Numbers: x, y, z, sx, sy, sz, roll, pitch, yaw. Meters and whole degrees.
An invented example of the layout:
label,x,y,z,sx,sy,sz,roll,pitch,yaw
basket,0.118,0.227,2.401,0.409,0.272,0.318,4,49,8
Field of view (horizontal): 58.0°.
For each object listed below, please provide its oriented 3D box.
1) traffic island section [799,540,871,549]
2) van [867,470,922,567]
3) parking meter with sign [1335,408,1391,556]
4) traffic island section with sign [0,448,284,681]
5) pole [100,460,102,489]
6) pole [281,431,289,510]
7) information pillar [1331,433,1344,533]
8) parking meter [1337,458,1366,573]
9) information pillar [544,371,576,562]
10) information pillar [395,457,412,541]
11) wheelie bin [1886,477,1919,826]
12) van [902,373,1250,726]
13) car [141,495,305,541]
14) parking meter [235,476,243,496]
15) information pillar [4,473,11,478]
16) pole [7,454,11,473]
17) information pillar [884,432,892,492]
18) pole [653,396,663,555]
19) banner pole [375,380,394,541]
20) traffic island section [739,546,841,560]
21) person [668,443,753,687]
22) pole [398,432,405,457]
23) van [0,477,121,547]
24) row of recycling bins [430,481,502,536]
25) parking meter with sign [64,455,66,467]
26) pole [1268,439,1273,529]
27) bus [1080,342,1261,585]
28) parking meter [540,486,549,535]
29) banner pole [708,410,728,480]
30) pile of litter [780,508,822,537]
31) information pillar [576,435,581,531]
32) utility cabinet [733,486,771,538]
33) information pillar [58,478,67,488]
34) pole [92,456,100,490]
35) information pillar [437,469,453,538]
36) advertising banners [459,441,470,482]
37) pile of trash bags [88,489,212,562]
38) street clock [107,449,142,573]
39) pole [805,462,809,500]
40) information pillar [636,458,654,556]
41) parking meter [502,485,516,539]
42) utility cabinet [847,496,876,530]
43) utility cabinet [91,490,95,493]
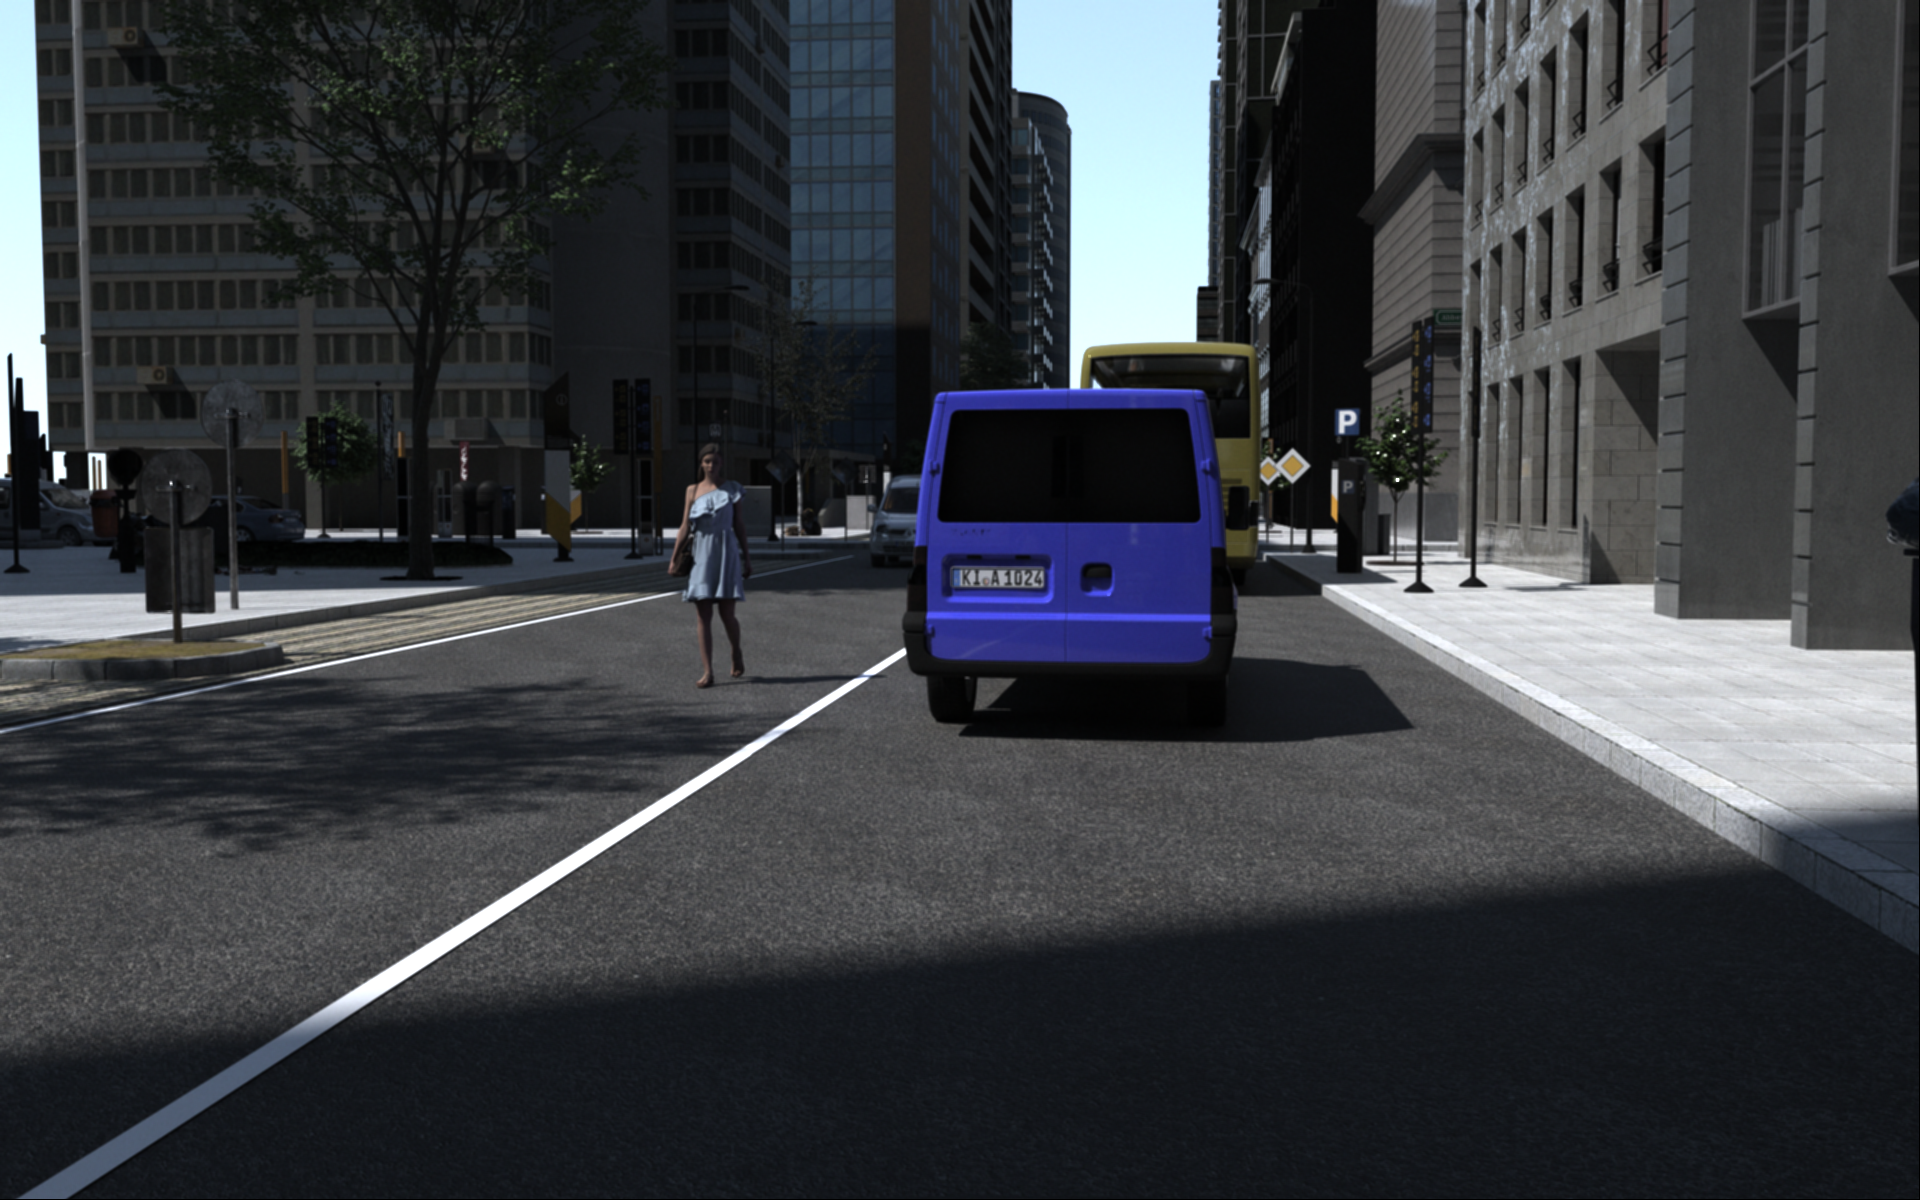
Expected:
label,x,y,z,sx,sy,sz,roll,pitch,yaw
traffic island section,-3.093,-1.491,46.652,2.009,0.180,2.903,0,4,6
van,-0.825,-1.735,35.382,2.013,2.044,4.112,0,4,4
parking meter with sign,8.429,-2.435,36.067,0.543,3.016,1.738,3,4,38
traffic island section with sign,-6.721,-0.339,14.168,1.989,1.847,2.006,0,4,6
pole,-51.390,-6.706,103.494,0.158,3.312,0.155,0,3,0
pole,-21.897,-3.815,56.216,0.158,3.312,0.155,0,3,0
information pillar,12.493,-4.031,57.268,0.183,3.616,0.504,-2,4,-31
parking meter,6.362,-1.373,28.163,0.399,1.863,0.255,2,4,34
information pillar,-7.618,-2.536,32.825,0.504,3.616,0.183,-2,4,-35
information pillar,-10.919,-1.819,34.230,0.304,2.012,0.304,1,4,20
wheelie bin,3.921,0.091,6.422,0.980,1.594,0.693,0,4,5
van,0.981,-0.494,12.463,2.240,2.365,5.245,1,4,8
car,-18.968,-1.950,43.892,4.499,1.417,2.014,0,4,7
parking meter,-22.812,-2.991,54.608,0.255,1.863,0.399,1,4,11
information pillar,-33.624,-3.481,61.414,0.304,2.012,0.304,1,4,10
pole,-48.212,-5.755,87.944,0.158,3.312,0.155,0,3,0
information pillar,-2.740,-4.527,65.367,0.183,3.616,0.504,-2,4,-31
pole,-6.312,-2.590,36.194,0.158,3.312,0.155,0,3,0
banner pole,-12.645,-2.940,38.087,0.863,3.779,0.401,3,5,44
traffic island section,-3.980,-1.005,38.717,2.009,0.180,2.903,0,4,6
person,-1.883,-0.276,13.104,0.616,1.811,0.778,1,4,10
pole,-18.269,-3.847,56.747,0.158,3.312,0.155,0,3,0
van,-23.691,-2.300,44.617,4.112,2.044,2.013,0,4,7
row of recycling bins,-15.578,-2.858,53.840,3.534,1.692,1.069,2,4,33
parking meter with sign,-38.696,-4.884,76.116,1.738,3.016,0.543,3,5,40
pole,11.439,-4.281,63.841,0.158,3.312,0.155,0,3,0
bus,3.698,-2.359,30.122,2.896,3.916,12.252,0,4,7
parking meter,-13.114,-2.848,54.973,0.372,1.533,0.369,0,3,0
banner pole,-7.169,-3.776,51.756,0.863,3.779,0.401,-3,5,-41
pile of litter,-4.913,-2.396,53.139,1.176,0.858,1.719,3,5,40
information pillar,-13.361,-4.191,59.872,0.504,3.616,0.183,-2,4,-27
utility cabinet,-6.024,-2.551,50.382,1.173,1.500,0.318,0,4,-8
information pillar,-42.202,-4.713,81.542,0.304,2.012,0.304,0,4,-8
pole,-46.714,-6.096,93.507,0.158,3.312,0.155,0,3,0
information pillar,-15.127,-2.835,50.851,0.304,2.012,0.304,3,5,40
advertising banners,-16.863,-3.736,57.272,2.074,3.025,0.090,3,4,36
pile of trash bags,-15.947,-1.497,34.223,1.912,1.369,3.447,1,4,9
street clock,-13.587,-1.447,28.228,0.471,2.002,0.358,-3,5,-42
pole,-7.949,-5.892,90.178,0.158,3.312,0.155,0,3,0
information pillar,-6.525,-1.921,35.907,0.304,2.012,0.304,-1,4,-17
parking meter,-12.823,-2.495,49.204,0.372,1.533,0.369,0,3,0
utility cabinet,-3.556,-3.135,62.414,1.020,1.237,0.306,1,4,17
utility cabinet,-42.915,-4.788,86.957,1.173,1.500,0.318,-3,5,-42
